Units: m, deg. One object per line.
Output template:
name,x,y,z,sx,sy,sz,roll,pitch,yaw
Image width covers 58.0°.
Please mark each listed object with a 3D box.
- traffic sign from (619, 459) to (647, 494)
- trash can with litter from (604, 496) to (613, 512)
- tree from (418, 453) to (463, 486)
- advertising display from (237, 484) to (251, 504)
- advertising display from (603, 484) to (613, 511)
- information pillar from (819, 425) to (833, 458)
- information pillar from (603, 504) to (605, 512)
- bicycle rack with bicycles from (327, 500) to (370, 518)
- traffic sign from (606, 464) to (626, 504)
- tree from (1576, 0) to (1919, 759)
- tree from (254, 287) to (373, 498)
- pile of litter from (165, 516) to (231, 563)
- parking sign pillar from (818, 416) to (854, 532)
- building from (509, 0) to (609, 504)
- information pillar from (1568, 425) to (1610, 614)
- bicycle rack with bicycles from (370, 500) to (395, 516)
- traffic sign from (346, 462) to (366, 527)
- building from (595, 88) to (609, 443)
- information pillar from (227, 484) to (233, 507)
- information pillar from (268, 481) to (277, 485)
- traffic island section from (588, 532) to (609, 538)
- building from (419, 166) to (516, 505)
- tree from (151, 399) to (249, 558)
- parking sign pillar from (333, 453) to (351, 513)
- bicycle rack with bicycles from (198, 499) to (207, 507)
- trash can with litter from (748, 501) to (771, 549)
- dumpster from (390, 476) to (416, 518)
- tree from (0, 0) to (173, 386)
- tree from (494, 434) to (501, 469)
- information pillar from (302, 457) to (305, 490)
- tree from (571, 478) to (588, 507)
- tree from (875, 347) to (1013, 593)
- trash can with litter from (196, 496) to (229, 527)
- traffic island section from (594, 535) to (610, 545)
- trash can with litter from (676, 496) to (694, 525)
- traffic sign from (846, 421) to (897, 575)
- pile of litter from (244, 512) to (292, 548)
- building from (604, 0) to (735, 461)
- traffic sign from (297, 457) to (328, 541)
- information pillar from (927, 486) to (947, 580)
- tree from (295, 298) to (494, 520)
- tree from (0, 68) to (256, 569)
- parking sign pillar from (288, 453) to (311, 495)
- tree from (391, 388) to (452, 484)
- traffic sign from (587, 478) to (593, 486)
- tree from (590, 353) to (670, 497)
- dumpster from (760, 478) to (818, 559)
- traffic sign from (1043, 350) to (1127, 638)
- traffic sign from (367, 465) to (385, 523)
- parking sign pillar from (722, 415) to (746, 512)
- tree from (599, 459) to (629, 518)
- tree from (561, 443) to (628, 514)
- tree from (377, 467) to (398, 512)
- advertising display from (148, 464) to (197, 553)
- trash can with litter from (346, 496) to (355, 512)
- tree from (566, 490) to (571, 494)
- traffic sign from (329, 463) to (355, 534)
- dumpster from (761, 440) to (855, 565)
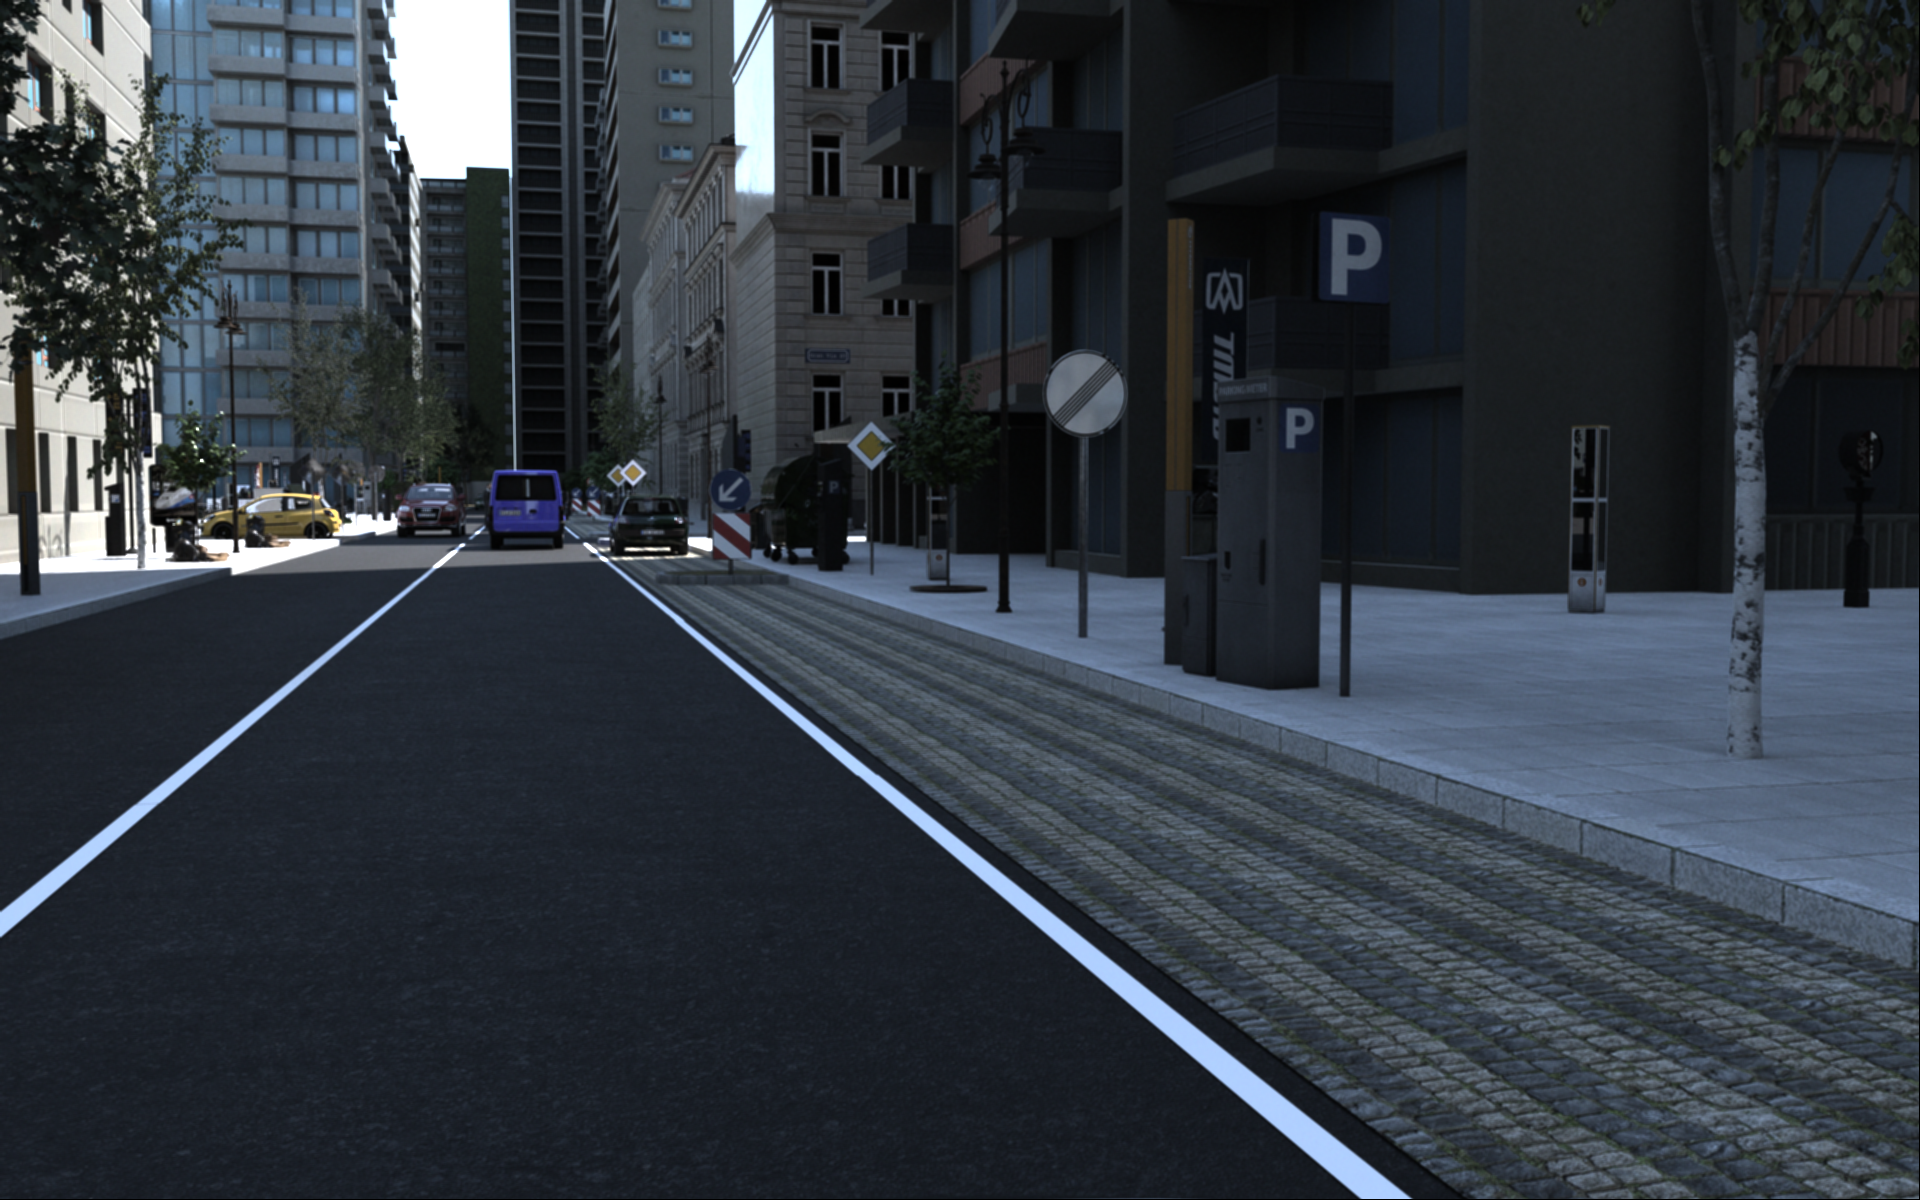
traffic sign,-9.355,-2.810,49.585,0.795,2.450,0.064,-1,4,-14
trash can with litter,-21.467,-5.825,106.624,0.624,1.170,1.055,-3,5,-43
tree,-44.409,-10.016,147.478,4.285,4.588,4.351,0,3,0
advertising display,-48.134,-6.794,116.296,0.974,1.923,0.123,-3,5,-39
advertising display,-21.896,-6.325,108.624,0.974,1.923,0.123,1,4,13
information pillar,-4.488,-4.100,58.391,0.504,3.616,0.183,-1,4,-22
information pillar,-25.898,-7.472,126.660,0.304,2.012,0.304,-3,4,-37
bicycle rack with bicycles,-30.763,-4.313,83.894,2.925,0.926,2.852,1,4,9
traffic sign,-11.303,-3.284,57.330,0.795,2.450,0.064,-1,4,-14
tree,3.888,-3.524,7.976,4.737,8.622,4.395,0,3,0
tree,-22.648,-6.779,61.201,4.360,8.622,3.978,0,3,0
pile of litter,-14.609,-1.175,33.171,1.176,0.858,1.719,-1,4,-20
parking sign pillar,-4.374,-4.348,59.562,1.447,3.967,1.447,0,4,0
building,-47.201,-48.048,223.833,20.611,71.187,20.563,-1,4,-14
information pillar,6.782,-0.868,18.689,0.304,2.012,0.304,3,5,41
bicycle rack with bicycles,-33.799,-5.358,100.980,2.925,0.926,2.852,3,5,44
traffic sign,-23.703,-4.149,67.939,0.768,2.556,0.104,-1,4,-14
building,-28.074,-34.865,189.643,23.786,49.044,30.456,-1,4,-14
information pillar,-51.493,-7.198,122.173,0.304,2.012,0.304,2,4,35
information pillar,-37.614,-5.524,94.807,0.304,2.012,0.304,1,4,19
traffic island section,-11.282,-2.149,57.413,2.009,0.180,2.903,-1,4,-14
building,-63.373,-32.681,217.928,14.086,41.232,14.154,-1,4,-14
tree,-15.667,-2.491,35.334,1.663,3.219,1.824,0,3,0
parking sign pillar,-41.365,-7.772,115.549,1.447,3.967,1.447,-3,4,-38
bicycle rack with bicycles,-51.629,-6.263,115.777,2.852,0.926,2.925,2,4,28
trash can with litter,-4.883,-1.774,40.400,1.055,1.170,0.624,1,4,15
dumpster,-29.615,-5.510,92.574,1.502,2.255,1.985,-1,4,-14
tree,-10.879,-5.836,12.428,9.611,12.733,9.660,0,3,0
tree,-31.643,-10.034,98.472,8.767,10.594,7.601,3,4,39
information pillar,-41.010,-7.150,108.260,0.183,3.616,0.504,-2,4,-27
tree,-38.570,-11.181,177.417,1.663,3.219,1.824,0,3,0
tree,-0.176,-1.737,23.002,1.663,3.219,1.824,0,3,0
trash can with litter,-29.885,-3.452,67.495,1.678,1.210,2.233,2,4,30
traffic island section,-9.334,-1.675,49.668,2.009,0.180,2.903,-1,4,-14
trash can with litter,-12.056,-3.765,72.615,2.233,1.210,1.678,-2,4,-31
traffic sign,-1.397,-1.600,27.340,0.795,2.450,0.064,-1,4,-9
pile of litter,-16.706,-1.698,41.731,1.176,0.858,1.719,0,4,-8
building,-19.369,-32.222,150.536,21.300,48.544,21.600,-1,4,-14
traffic sign,-17.744,-2.683,47.504,0.795,2.450,0.064,-1,4,-14
information pillar,-0.330,-1.304,25.811,0.304,2.012,0.304,-1,4,-9
tree,-28.671,-9.125,83.600,8.767,10.594,7.601,2,4,32
tree,-14.270,-4.834,29.401,4.737,8.622,4.395,0,3,0
parking sign pillar,-42.800,-7.567,112.199,1.447,3.967,1.447,-3,4,-38
tree,-34.438,-9.822,110.957,4.737,8.622,4.395,0,3,0
traffic sign,-27.012,-7.774,127.204,0.768,2.556,0.104,0,4,-6
tree,-17.440,-8.553,90.210,4.737,8.622,4.395,0,3,0
dumpster,-3.217,-1.747,34.323,1.264,1.857,1.865,-1,4,-14
traffic sign,1.100,-0.936,15.414,0.768,2.556,0.104,-1,4,-10
traffic sign,-25.438,-4.612,75.516,0.768,2.556,0.104,0,4,-4
parking sign pillar,-7.777,-4.345,59.509,1.447,3.967,1.447,-2,4,-25
tree,-20.815,-6.740,104.804,1.663,3.219,1.824,0,3,0
tree,-23.082,-7.896,112.808,4.285,4.588,4.351,0,3,0
tree,-41.269,-7.992,125.273,1.663,3.219,1.824,0,3,0
advertising display,-17.235,-2.002,37.953,0.974,1.923,0.123,-3,5,-45
trash can with litter,-42.649,-6.746,121.687,1.055,1.170,0.624,-1,4,-22
tree,-45.700,-12.786,203.644,1.663,3.219,1.824,0,3,0
traffic sign,-19.692,-3.156,55.249,0.795,2.450,0.064,-1,4,-14
dumpster,-2.822,-1.813,32.138,1.502,2.255,1.985,-1,4,-14
